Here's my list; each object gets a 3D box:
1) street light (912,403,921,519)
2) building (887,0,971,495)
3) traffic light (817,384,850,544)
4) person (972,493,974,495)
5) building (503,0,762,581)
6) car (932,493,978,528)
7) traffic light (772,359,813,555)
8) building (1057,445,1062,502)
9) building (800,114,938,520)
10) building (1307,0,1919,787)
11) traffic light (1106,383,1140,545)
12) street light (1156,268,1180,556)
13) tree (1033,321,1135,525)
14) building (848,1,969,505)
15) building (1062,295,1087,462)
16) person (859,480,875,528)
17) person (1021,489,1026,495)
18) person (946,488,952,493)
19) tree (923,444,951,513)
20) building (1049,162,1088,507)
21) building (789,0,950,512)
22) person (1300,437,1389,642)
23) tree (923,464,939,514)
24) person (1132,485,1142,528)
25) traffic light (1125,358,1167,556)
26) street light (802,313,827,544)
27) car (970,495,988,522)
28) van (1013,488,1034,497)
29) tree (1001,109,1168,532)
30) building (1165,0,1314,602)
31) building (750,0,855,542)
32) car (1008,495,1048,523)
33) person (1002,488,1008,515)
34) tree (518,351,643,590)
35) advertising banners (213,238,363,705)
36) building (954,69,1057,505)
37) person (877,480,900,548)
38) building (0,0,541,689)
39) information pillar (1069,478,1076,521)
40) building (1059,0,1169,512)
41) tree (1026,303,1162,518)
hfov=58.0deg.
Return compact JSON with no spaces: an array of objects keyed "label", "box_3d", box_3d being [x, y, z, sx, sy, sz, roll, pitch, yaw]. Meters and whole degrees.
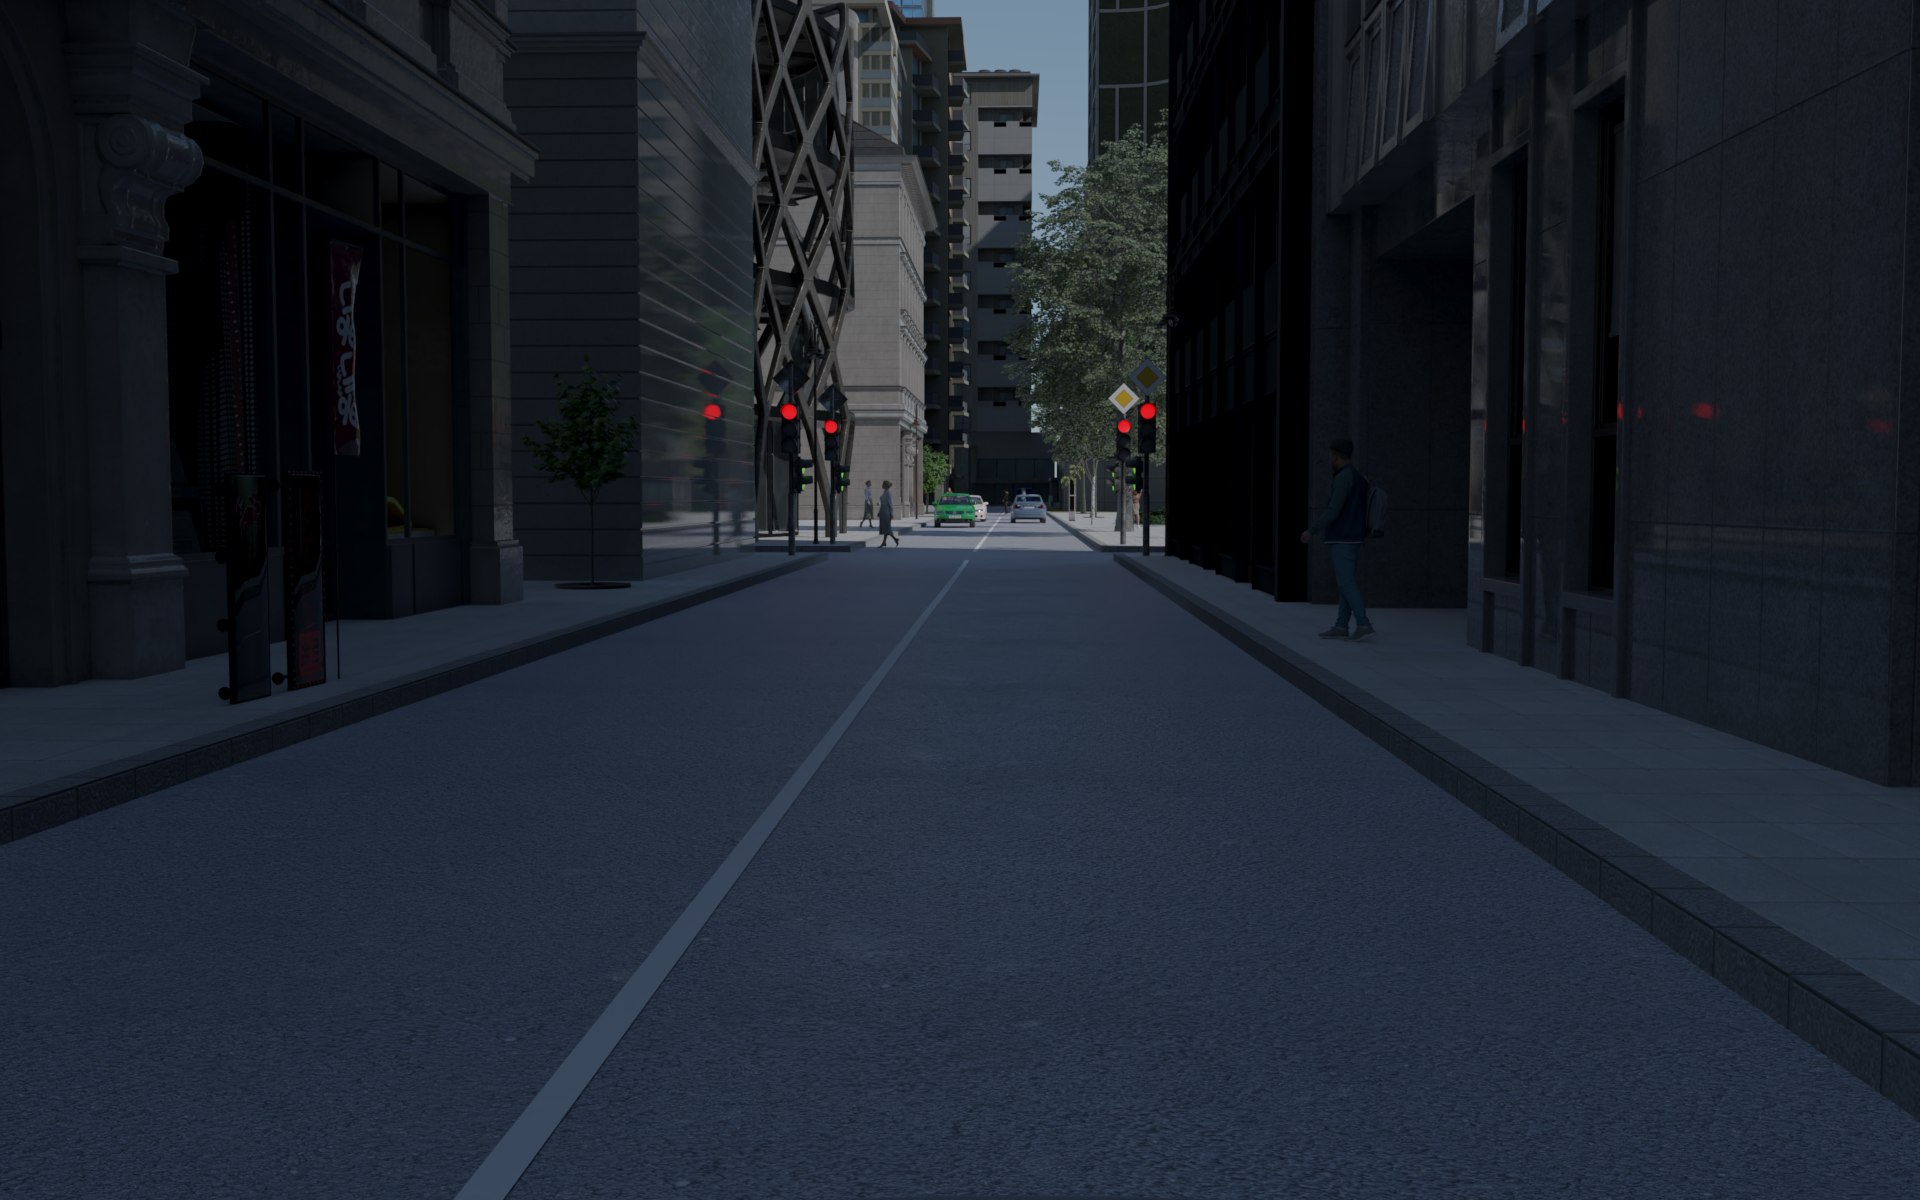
[{"label":"street light","box_3d":[-2.220,-7.073,88.427,0.468,5.910,1.993,0,4,2]},{"label":"building","box_3d":[-14.588,-53.250,183.315,31.000,86.520,22.319,0,4,2]},{"label":"traffic light","box_3d":[-3.234,-3.377,44.136,0.839,4.253,0.868,0,4,2]},{"label":"person","box_3d":[1.286,-10.619,182.887,0.599,1.433,0.991,1,4,13]},{"label":"building","box_3d":[-19.208,-15.486,30.681,29.804,29.767,11.434,0,4,2]},{"label":"car","box_3d":[-0.215,-4.052,75.046,1.959,1.807,4.718,0,4,0]},{"label":"traffic light","box_3d":[-3.503,-2.889,36.155,0.839,4.253,0.868,0,4,2]},{"label":"building","box_3d":[27.486,-54.967,211.389,31.000,86.520,22.319,0,4,2]},{"label":"building","box_3d":[-7.282,-14.384,86.091,10.553,20.767,40.483,0,4,2]},{"label":"building","box_3d":[9.771,-11.718,9.614,12.078,24.808,19.932,0,4,2]},{"label":"traffic light","box_3d":[4.123,-3.363,43.904,0.839,4.253,0.868,0,4,2]},{"label":"street light","box_3d":[4.298,-3.838,35.545,0.468,5.910,1.993,0,4,2]},{"label":"tree","box_3d":[5.402,-7.482,72.687,4.737,8.622,4.395,0,3,0]},{"label":"building","box_3d":[-10.491,-30.799,158.192,22.147,44.769,28.867,0,4,2]},{"label":"building","box_3d":[23.355,-19.045,156.424,27.650,21.520,28.899,0,4,2]},{"label":"person","box_3d":[-3.508,-3.609,65.281,0.641,1.798,0.478,2,4,31]},{"label":"person","box_3d":[4.273,-6.552,115.888,0.793,1.790,0.793,-2,4,-27]},{"label":"person","box_3d":[-0.752,-7.407,127.677,0.617,1.759,0.750,-1,4,-9]},{"label":"tree","box_3d":[-2.211,-7.943,113.579,4.285,4.588,4.351,0,3,0]},{"label":"building","box_3d":[25.626,-29.988,182.189,32.217,40.220,23.993,0,4,2]},{"label":"building","box_3d":[-17.101,-26.915,131.948,32.217,40.220,23.993,0,4,2]},{"label":"person","box_3d":[3.391,-0.541,15.237,0.721,1.781,0.623,1,4,20]},{"label":"tree","box_3d":[-2.124,-7.610,119.029,1.663,3.219,1.824,0,3,0]},{"label":"person","box_3d":[6.532,-3.614,65.109,0.580,1.828,0.573,0,4,-3]},{"label":"traffic light","box_3d":[3.854,-2.875,35.924,0.839,4.253,0.868,0,4,2]},{"label":"street light","box_3d":[-3.706,-4.380,44.395,0.468,5.910,1.993,0,4,2]},{"label":"car","box_3d":[0.443,-4.785,90.601,2.083,1.381,4.827,0,4,2]},{"label":"van","box_3d":[6.576,-10.655,178.594,2.240,2.365,5.245,0,4,1]},{"label":"tree","box_3d":[5.569,-9.313,58.921,9.857,13.997,8.962,0,3,0]},{"label":"building","box_3d":[10.173,-12.099,27.503,12.332,23.373,15.834,0,4,2]},{"label":"building","box_3d":[-11.725,-11.292,52.071,16.820,18.784,16.811,0,4,2]},{"label":"car","box_3d":[3.390,-4.552,86.434,2.014,1.417,4.499,0,4,1]},{"label":"person","box_3d":[3.172,-6.889,120.764,0.705,1.869,1.348,1,4,10]},{"label":"tree","box_3d":[-5.167,-1.775,23.619,1.663,3.219,1.824,0,3,0]},{"label":"advertising banners","box_3d":[-4.345,-0.930,11.394,0.090,3.025,2.074,0,4,5]},{"label":"building","box_3d":[-1.865,-38.364,216.483,27.495,52.752,28.713,0,4,2]},{"label":"person","box_3d":[-1.914,-2.301,46.339,0.641,1.798,0.478,0,4,-8]},{"label":"building","box_3d":[-10.367,-9.159,0.653,10.553,20.767,40.483,0,4,2]},{"label":"information pillar","box_3d":[5.294,-4.716,81.601,0.304,2.012,0.304,1,4,11]},{"label":"building","box_3d":[18.014,-42.288,129.655,20.563,71.187,20.611,0,4,2]},{"label":"tree","box_3d":[7.401,-10.268,93.634,9.928,11.665,9.643,0,3,0]}]
